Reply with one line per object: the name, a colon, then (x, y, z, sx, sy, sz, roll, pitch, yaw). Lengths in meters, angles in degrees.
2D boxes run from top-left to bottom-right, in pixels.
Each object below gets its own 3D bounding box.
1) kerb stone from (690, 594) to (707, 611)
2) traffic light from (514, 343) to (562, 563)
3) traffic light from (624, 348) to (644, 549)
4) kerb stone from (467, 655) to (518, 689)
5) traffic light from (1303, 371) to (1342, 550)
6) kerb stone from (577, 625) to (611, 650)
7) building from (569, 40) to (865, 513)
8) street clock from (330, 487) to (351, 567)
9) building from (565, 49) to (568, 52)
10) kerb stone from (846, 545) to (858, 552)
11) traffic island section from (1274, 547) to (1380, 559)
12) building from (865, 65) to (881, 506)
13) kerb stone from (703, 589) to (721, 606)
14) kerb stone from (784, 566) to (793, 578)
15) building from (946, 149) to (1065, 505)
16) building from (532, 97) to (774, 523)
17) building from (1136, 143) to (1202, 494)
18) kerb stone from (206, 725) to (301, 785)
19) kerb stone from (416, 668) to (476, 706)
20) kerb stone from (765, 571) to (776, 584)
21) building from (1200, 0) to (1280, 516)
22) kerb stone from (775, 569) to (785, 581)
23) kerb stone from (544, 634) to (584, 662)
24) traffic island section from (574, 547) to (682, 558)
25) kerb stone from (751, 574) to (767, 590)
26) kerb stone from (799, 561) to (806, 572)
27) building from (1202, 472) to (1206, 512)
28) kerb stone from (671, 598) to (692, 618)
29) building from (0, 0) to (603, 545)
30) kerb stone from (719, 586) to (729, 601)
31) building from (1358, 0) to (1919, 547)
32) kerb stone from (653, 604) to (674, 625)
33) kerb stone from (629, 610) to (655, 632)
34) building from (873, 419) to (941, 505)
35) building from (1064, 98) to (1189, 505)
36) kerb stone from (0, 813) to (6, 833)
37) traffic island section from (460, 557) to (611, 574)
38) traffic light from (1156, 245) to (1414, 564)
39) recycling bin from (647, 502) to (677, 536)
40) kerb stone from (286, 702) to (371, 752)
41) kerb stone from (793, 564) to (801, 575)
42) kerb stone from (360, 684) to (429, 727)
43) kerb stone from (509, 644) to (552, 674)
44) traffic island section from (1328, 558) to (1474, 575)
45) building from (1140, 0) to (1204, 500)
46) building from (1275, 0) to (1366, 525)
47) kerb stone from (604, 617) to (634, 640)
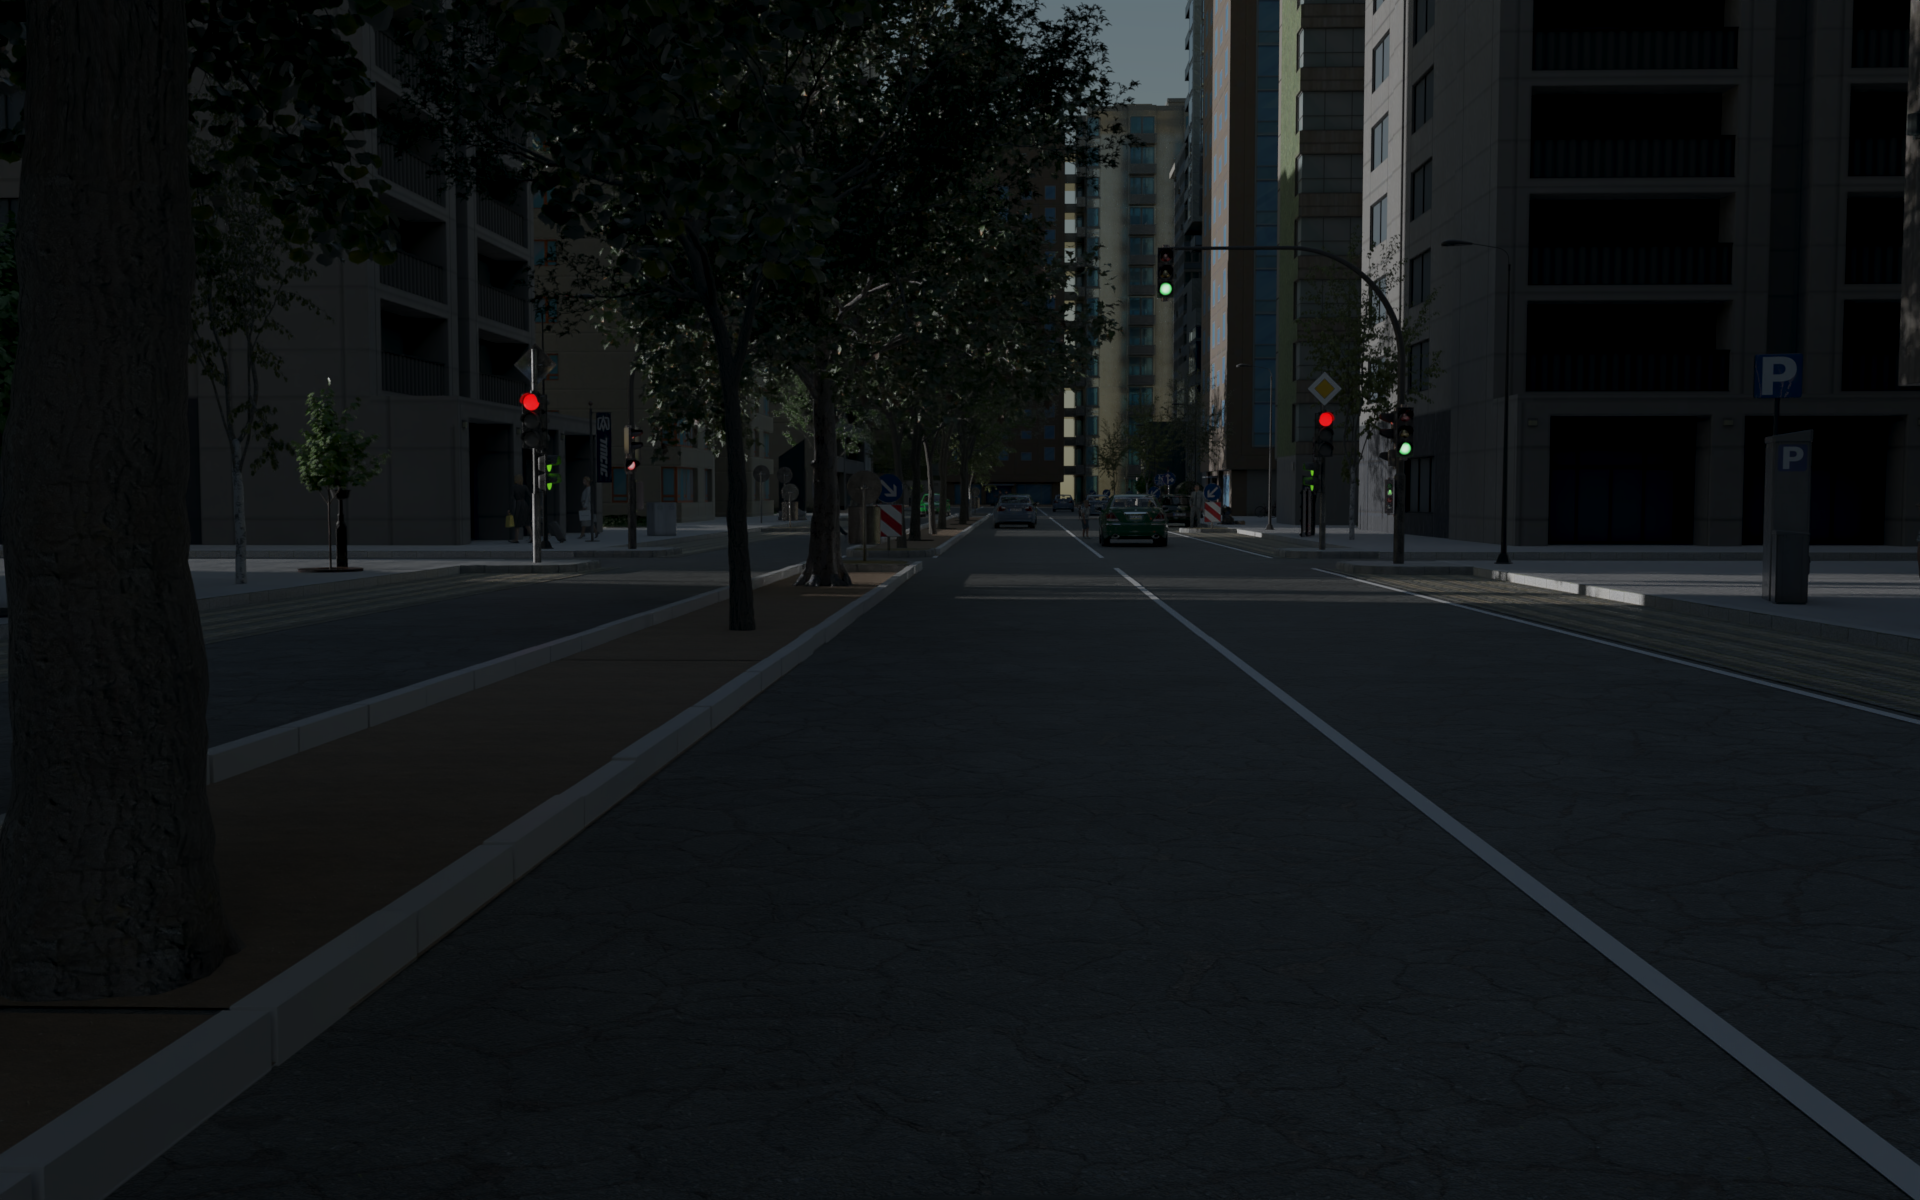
kerb stone: (-3.291, 0.055, 21.304, 0.120, 0.150, 1.000, 0, 4, 2)
traffic light: (-7.901, -2.655, 32.333, 0.839, 4.253, 0.868, 0, 4, 2)
traffic light: (-5.533, -4.013, 40.277, 4.771, 5.953, 1.251, 0, 4, 2)
kerb stone: (-3.572, 0.556, 13.104, 0.120, 0.150, 1.000, 0, 4, 2)
traffic light: (8.325, -3.111, 39.784, 0.839, 4.253, 0.868, 0, 4, 2)
kerb stone: (-3.463, 0.370, 16.182, 0.120, 0.150, 1.000, 0, 4, 2)
building: (-19.695, -32.045, 147.633, 21.300, 48.544, 21.600, 0, 4, 2)
street clock: (-10.619, -1.538, 29.709, 0.358, 2.002, 0.471, -1, 4, -22)
building: (-20.090, -30.726, 126.074, 21.300, 48.544, 21.600, 0, 4, 2)
kerb stone: (-2.603, -1.169, 41.316, 0.120, 0.150, 1.000, 0, 4, 2)
traffic island section: (8.365, -1.077, 39.897, 2.009, 0.180, 2.903, 0, 4, 2)
building: (-21.991, -35.798, 174.533, 27.495, 52.752, 28.713, 0, 4, 2)
kerb stone: (-3.261, -0.008, 22.326, 0.120, 0.150, 1.000, 0, 4, 2)
kerb stone: (-3.010, -0.441, 29.504, 0.120, 0.150, 1.000, 0, 4, 2)
building: (5.248, -34.093, 207.530, 14.200, 45.320, 14.600, 0, 4, 2)
building: (-25.668, -15.044, 91.017, 27.650, 21.520, 28.899, 0, 4, 2)
building: (34.427, -29.536, 174.801, 32.217, 40.220, 23.993, 0, 4, 2)
kerb stone: (-3.714, 0.806, 9.017, 0.120, 0.150, 1.000, 0, 4, 2)
kerb stone: (-3.611, 0.619, 12.083, 0.120, 0.150, 1.000, 0, 4, 2)
kerb stone: (-3.083, -0.321, 27.459, 0.120, 0.150, 1.000, 0, 4, 2)
building: (22.346, -27.796, 104.574, 14.600, 45.320, 14.200, 0, 4, 2)
kerb stone: (-3.051, -0.384, 28.480, 0.120, 0.150, 1.000, 0, 4, 2)
kerb stone: (-3.503, 0.433, 15.154, 0.120, 0.150, 1.000, 0, 4, 2)
traffic island section: (-7.667, -1.111, 40.449, 2.009, 0.180, 2.903, 0, 4, 2)
kerb stone: (-3.119, -0.258, 26.421, 0.120, 0.150, 1.000, 0, 4, 2)
kerb stone: (-2.936, -0.566, 31.554, 0.120, 0.150, 1.000, 0, 4, 2)
building: (24.434, -21.618, 125.162, 14.160, 30.474, 14.107, 0, 4, 2)
kerb stone: (-3.325, 0.117, 20.276, 0.120, 0.150, 1.000, 0, 4, 2)
building: (-22.330, -37.523, 51.759, 20.563, 71.187, 20.611, 0, 4, 2)
kerb stone: (-3.218, -0.070, 23.347, 0.120, 0.150, 1.000, 0, 4, 2)
building: (24.288, -37.430, 50.239, 20.611, 71.187, 20.563, 0, 4, 2)
kerb stone: (-3.366, 0.183, 19.255, 0.120, 0.150, 1.000, 0, 4, 2)
kerb stone: (-3.405, 0.242, 18.234, 0.120, 0.150, 1.000, 0, 4, 2)
building: (-8.892, -26.723, 208.616, 14.107, 30.474, 14.160, 0, 4, 2)
building: (27.880, -36.245, 212.219, 30.456, 49.044, 23.786, 0, 4, 2)
kerb stone: (-3.790, 0.936, 6.969, 0.120, 0.150, 1.000, 0, 4, 2)
traffic island section: (-7.940, -0.623, 32.469, 2.009, 0.180, 2.903, 0, 4, 2)
traffic light: (5.958, -3.490, 31.734, 4.771, 5.953, 1.251, 0, 4, 2)
recycling bin: (-9.179, -2.490, 53.274, 0.722, 1.027, 0.722, -2, 4, -31)
kerb stone: (-3.680, 0.743, 10.040, 0.120, 0.150, 1.000, 0, 4, 2)
kerb stone: (-2.976, -0.510, 30.532, 0.120, 0.150, 1.000, 0, 4, 2)
kerb stone: (-3.640, 0.681, 11.061, 0.120, 0.150, 1.000, 0, 4, 2)
kerb stone: (-3.540, 0.494, 14.125, 0.120, 0.150, 1.000, 0, 4, 2)
traffic island section: (8.092, -0.589, 31.917, 2.009, 0.180, 2.903, 0, 4, 2)
building: (27.706, -50.960, 145.864, 22.319, 86.520, 31.000, 0, 4, 2)
building: (21.038, -24.040, 76.657, 14.154, 41.232, 14.086, 0, 4, 2)
kerb stone: (-3.438, 0.305, 17.212, 0.120, 0.150, 1.000, 0, 4, 2)
